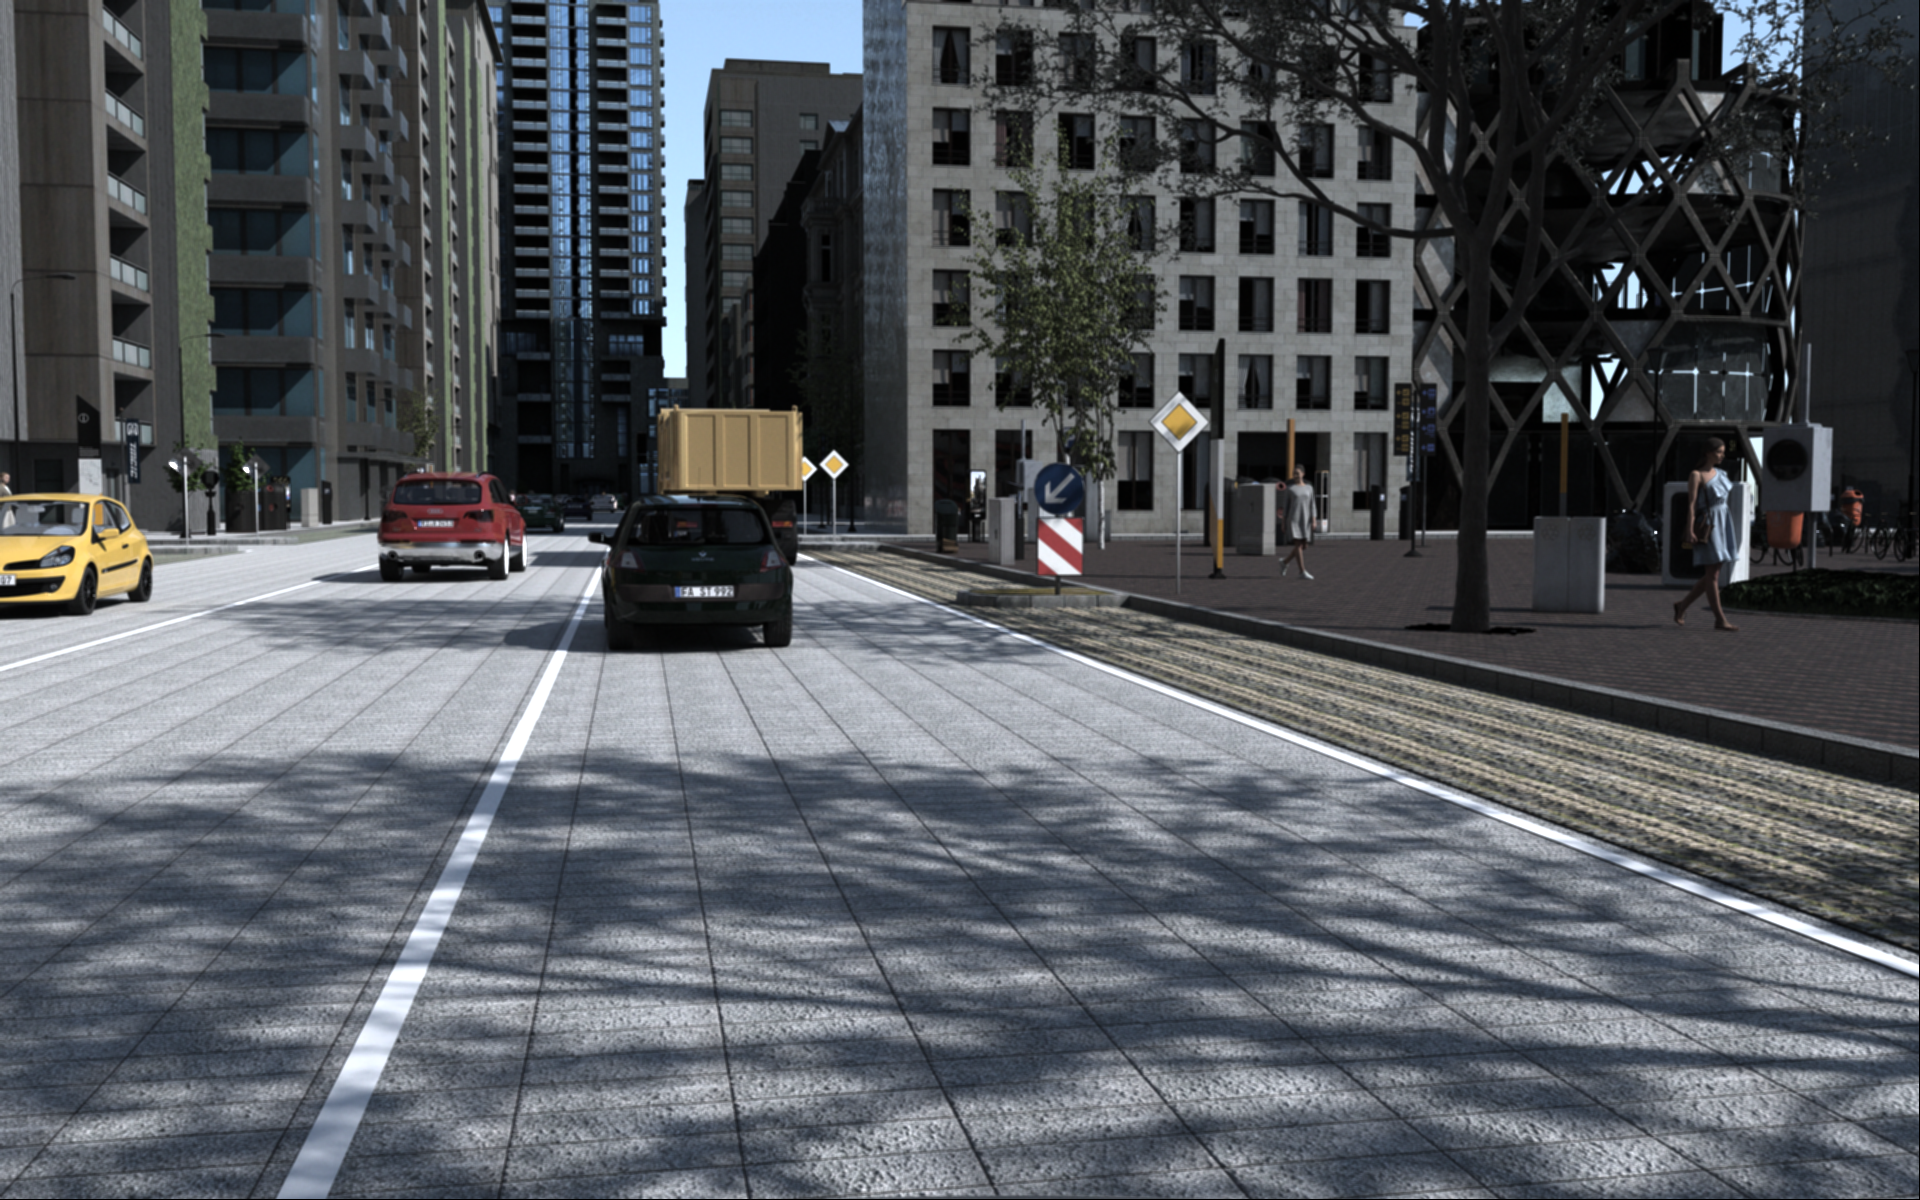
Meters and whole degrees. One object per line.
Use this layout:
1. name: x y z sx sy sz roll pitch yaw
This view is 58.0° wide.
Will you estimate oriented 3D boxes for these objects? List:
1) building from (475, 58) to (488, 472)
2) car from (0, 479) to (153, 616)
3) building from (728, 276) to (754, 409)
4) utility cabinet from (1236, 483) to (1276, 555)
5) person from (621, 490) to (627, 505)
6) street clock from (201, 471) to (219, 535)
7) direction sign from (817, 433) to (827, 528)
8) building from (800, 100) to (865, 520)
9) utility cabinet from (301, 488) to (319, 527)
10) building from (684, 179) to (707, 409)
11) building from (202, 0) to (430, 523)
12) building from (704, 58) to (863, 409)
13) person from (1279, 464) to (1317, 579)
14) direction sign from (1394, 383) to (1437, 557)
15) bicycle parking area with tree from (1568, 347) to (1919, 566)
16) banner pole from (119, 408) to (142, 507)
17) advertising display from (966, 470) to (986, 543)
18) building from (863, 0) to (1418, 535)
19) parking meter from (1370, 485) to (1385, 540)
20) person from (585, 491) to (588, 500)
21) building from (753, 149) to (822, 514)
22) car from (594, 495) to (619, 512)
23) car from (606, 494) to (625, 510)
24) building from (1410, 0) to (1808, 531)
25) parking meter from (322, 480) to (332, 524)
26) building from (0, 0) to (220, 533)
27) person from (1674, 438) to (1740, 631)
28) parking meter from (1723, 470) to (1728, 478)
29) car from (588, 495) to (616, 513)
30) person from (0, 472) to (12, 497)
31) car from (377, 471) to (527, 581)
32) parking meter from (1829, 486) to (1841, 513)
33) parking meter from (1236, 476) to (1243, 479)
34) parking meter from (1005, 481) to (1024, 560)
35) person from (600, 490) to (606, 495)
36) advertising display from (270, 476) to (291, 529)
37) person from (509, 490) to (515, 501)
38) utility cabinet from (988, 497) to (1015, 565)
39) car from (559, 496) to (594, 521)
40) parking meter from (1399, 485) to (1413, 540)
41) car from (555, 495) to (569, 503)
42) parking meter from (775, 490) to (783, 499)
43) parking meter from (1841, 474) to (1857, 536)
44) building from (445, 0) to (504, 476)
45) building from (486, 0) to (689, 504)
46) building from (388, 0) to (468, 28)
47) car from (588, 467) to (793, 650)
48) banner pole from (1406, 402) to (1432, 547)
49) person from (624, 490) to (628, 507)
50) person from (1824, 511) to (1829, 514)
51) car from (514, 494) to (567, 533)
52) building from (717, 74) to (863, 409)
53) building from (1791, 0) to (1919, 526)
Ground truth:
1. building: -50.748 -28.924 156.503 14.154 41.232 14.086 -1 4 -11
2. car: -11.352 -0.689 21.481 2.015 1.641 3.980 -1 4 -11
3. building: -5.915 -18.921 154.400 27.650 21.520 28.899 -1 4 -11
4. utility cabinet: 6.199 -1.693 36.361 0.318 1.500 1.173 -1 4 -18
5. person: -31.557 -9.413 162.405 0.705 1.824 1.348 -2 4 -30
6. street clock: -23.249 -3.007 53.735 0.358 2.002 0.471 3 4 37
7. direction sign: -5.177 -4.454 64.823 0.379 3.537 0.876 -1 4 -20
8. building: -1.266 -16.802 93.791 14.460 24.649 34.723 -1 4 -11
9. utility cabinet: -24.993 -3.539 66.536 0.318 1.500 1.173 0 4 -4
10. building: -27.436 -32.743 218.943 14.086 41.232 14.154 -1 4 -11
11. building: -40.365 -28.584 86.952 23.786 49.044 30.456 -1 4 -11
12. building: -16.997 -34.740 191.706 21.300 48.544 21.600 -1 4 -11
13. person: 5.102 -1.194 26.310 0.466 1.731 0.760 -3 4 -36
14. direction sign: 9.300 -2.657 35.442 0.876 3.537 0.379 0 4 -5
15. bicycle parking area with tree: 16.269 -2.891 34.277 8.231 4.147 9.016 1 4 11
16. banner pole: -24.195 -3.697 50.458 0.401 3.779 0.863 1 4 21
17. advertising display: 0.433 -2.492 45.952 0.123 1.923 0.974 2 4 26
18. building: 5.673 -12.570 60.268 16.860 20.320 10.420 -1 4 -11
19. parking meter: 11.601 -2.430 48.139 0.372 1.533 0.369 0 3 0
20. person: -35.748 -9.551 165.363 0.721 1.736 1.217 0 4 7
21. building: -7.627 -17.769 120.195 12.332 23.373 15.834 -1 4 -11
22. car: -29.343 -8.021 143.507 2.083 1.381 4.827 -1 4 -10
23. car: -30.482 -8.784 152.415 1.959 1.807 4.718 -1 4 -12
24. building: 22.496 -12.177 66.544 16.811 18.784 16.820 -1 4 -11
25. parking meter: -26.776 -4.133 73.288 0.399 1.863 0.255 -2 4 -28
26. building: -32.836 -22.680 54.413 14.154 41.232 14.086 -1 4 -11
27. person: 7.049 -0.628 16.409 0.616 1.811 0.778 -2 4 -25
28. parking meter: 18.679 -2.258 42.635 0.255 1.863 0.399 -1 4 -9
29. car: -27.326 -7.324 132.117 2.083 1.381 4.827 -1 4 -11
30. person: -20.875 -1.917 37.938 0.362 1.759 0.519 0 4 -5
31. car: -8.777 -1.317 30.203 2.281 1.827 5.304 -1 4 -9
32. parking meter: 25.964 -2.624 51.316 0.372 1.533 0.369 0 3 0
33. parking meter: 8.989 -3.016 55.016 0.399 1.863 0.255 -2 4 -26
34. parking meter: 1.070 -1.557 33.865 0.372 1.533 0.369 0 3 0
35. person: -32.058 -9.009 155.890 1.348 1.812 0.705 1 4 16
36. advertising display: -24.535 -3.508 62.575 0.123 1.923 0.974 1 4 16
37. person: -36.436 -8.051 140.800 0.621 1.740 0.551 1 4 19
38. utility cabinet: 0.755 -1.264 31.833 0.306 1.237 1.020 -1 4 -11
39. car: -20.804 -4.966 93.772 1.945 1.354 3.894 -1 4 -11
40. parking meter: 12.506 -2.455 48.556 0.372 1.533 0.369 0 3 0
41. car: -40.167 -9.937 174.836 2.083 1.381 4.827 -1 4 -9
42. parking meter: -9.639 -5.285 92.114 0.399 1.863 0.255 3 5 40
43. parking meter: 25.763 -2.722 50.218 0.399 1.863 0.255 1 4 12
44. building: -62.150 -36.109 179.627 27.495 52.752 28.713 -1 4 -11
45. building: -50.180 -55.283 216.552 31.000 86.520 22.319 -1 4 -11
46. building: -47.933 -28.076 142.637 14.154 41.232 14.086 -1 4 -11
47. car: -2.718 -0.469 17.456 2.009 1.686 4.222 -1 4 -12
48. banner pole: 11.031 -3.163 41.727 0.863 3.779 0.401 -2 4 -33
49. person: -36.145 -10.895 186.494 0.709 1.838 0.599 0 4 8
50. person: 26.345 -2.706 53.144 0.661 1.777 0.834 1 4 10
51. car: -15.783 -3.231 64.627 2.131 1.459 4.920 -1 4 -10
52. building: -17.161 -29.965 173.524 14.154 41.232 14.086 -1 4 -11
53. building: 46.327 -15.369 69.299 19.932 24.808 12.078 -1 4 -11
